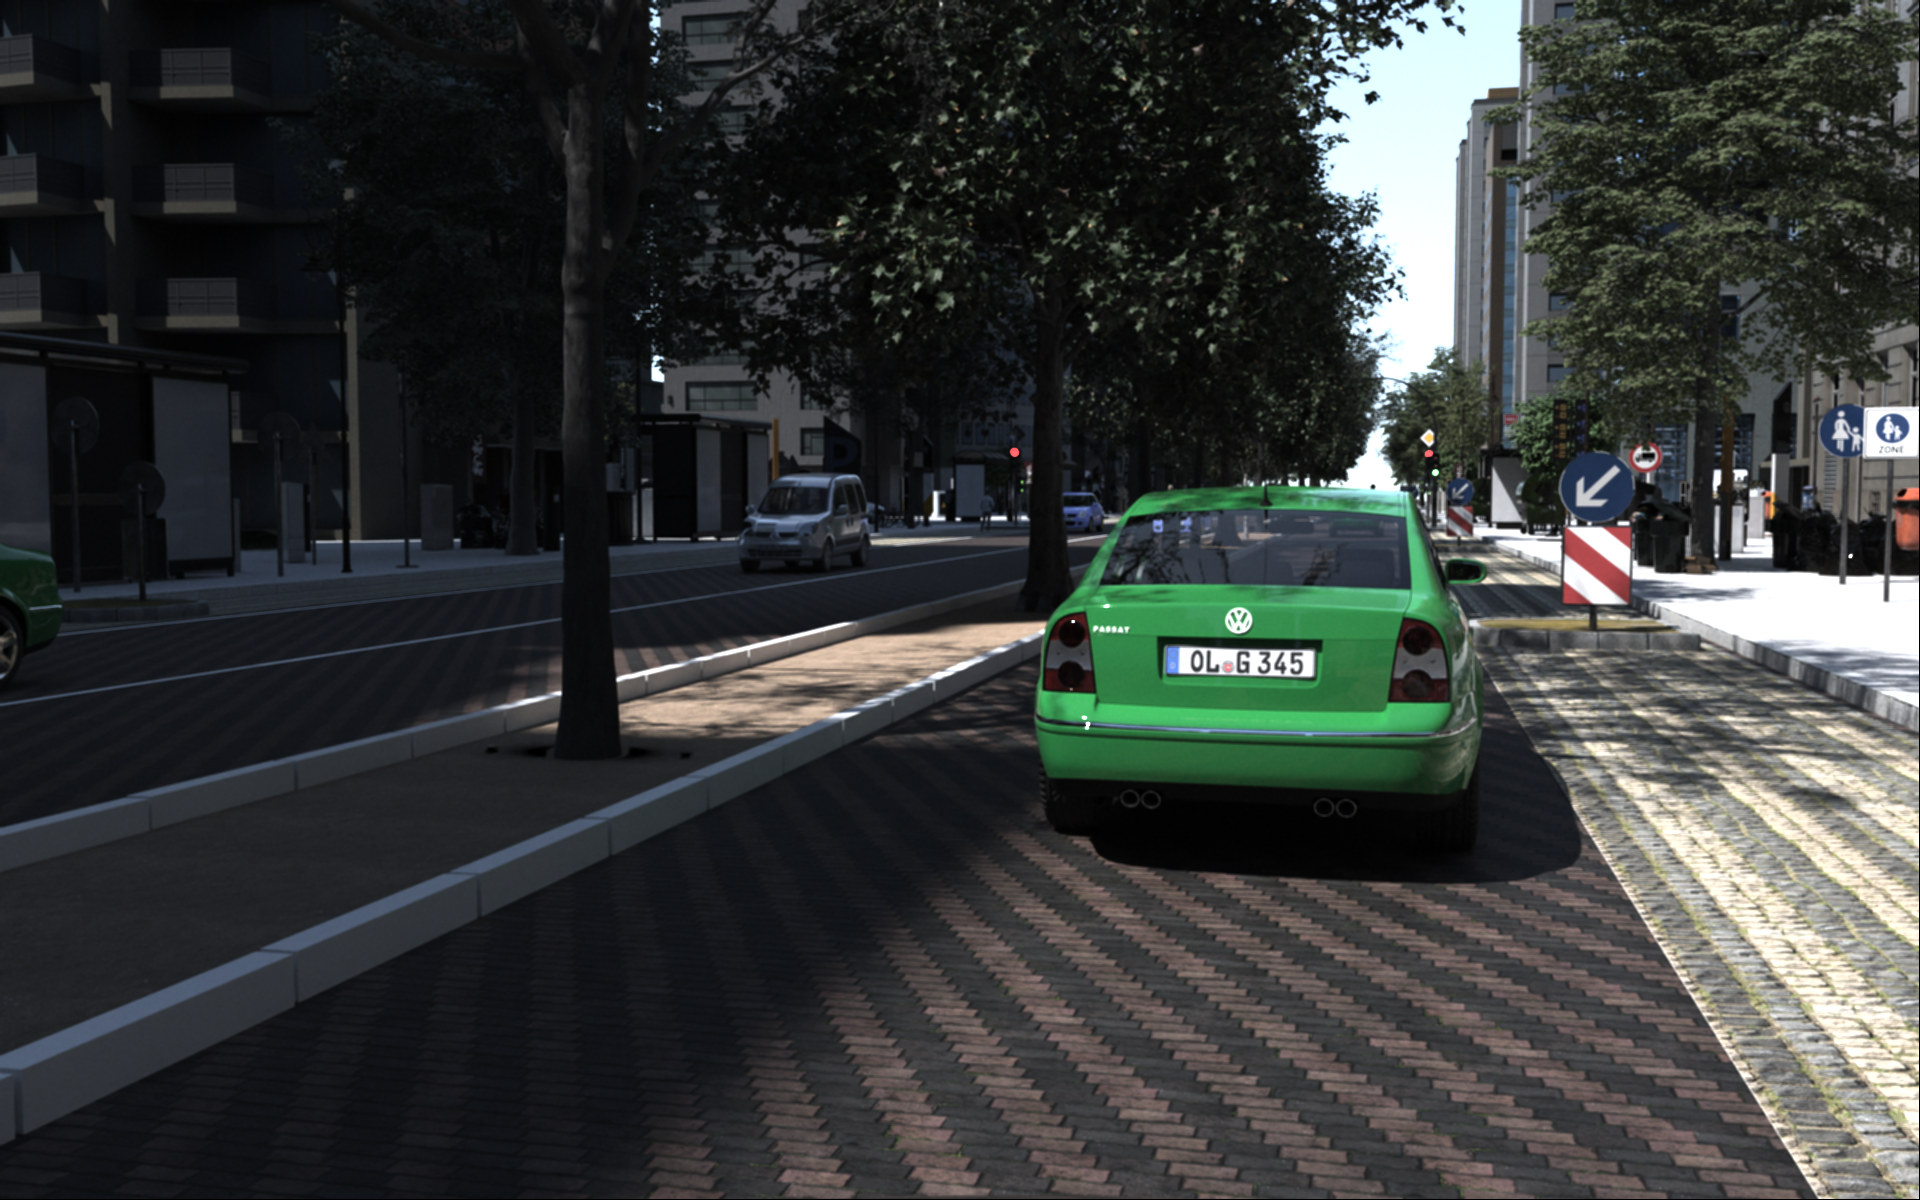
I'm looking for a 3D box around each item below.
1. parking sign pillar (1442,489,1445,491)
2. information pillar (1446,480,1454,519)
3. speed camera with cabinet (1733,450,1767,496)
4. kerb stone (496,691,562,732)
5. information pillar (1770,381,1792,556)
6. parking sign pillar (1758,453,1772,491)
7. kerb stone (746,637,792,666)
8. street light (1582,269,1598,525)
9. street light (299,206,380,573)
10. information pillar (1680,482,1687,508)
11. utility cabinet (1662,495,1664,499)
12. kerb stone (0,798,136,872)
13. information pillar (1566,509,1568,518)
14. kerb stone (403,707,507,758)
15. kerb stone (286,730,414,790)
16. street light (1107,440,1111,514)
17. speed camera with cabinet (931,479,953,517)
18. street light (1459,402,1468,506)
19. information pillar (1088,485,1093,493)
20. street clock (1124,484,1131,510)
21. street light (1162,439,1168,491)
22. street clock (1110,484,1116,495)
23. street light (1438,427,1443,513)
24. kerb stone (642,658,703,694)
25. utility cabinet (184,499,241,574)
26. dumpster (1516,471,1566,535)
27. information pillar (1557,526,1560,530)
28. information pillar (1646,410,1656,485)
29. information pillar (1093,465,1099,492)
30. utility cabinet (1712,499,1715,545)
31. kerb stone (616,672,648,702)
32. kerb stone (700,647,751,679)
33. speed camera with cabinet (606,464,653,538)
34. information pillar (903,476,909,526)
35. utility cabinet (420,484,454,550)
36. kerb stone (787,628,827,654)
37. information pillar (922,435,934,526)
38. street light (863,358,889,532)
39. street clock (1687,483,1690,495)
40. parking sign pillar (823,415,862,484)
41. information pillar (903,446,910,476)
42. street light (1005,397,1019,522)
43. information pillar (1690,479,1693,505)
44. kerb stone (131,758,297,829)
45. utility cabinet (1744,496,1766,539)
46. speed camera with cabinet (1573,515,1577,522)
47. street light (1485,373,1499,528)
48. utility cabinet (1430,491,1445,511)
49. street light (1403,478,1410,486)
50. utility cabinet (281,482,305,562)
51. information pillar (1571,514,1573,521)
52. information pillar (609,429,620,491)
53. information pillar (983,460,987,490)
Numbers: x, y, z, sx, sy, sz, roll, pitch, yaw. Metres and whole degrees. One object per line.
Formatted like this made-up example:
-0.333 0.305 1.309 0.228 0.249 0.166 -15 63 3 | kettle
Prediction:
40.858 -9.563 144.828 1.447 3.967 1.447 -3 4 -37 | parking sign pillar
25.267 -5.187 89.296 0.304 2.012 0.304 3 4 38 | information pillar
35.184 -5.079 77.382 0.660 3.252 2.038 -1 4 -15 | speed camera with cabinet
-2.649 0.695 10.830 0.120 0.150 1.000 1 4 13 | kerb stone
16.929 -2.713 35.711 0.504 3.616 0.183 -2 4 -30 | information pillar
51.241 -7.423 109.840 1.447 3.967 1.447 -1 4 -12 | parking sign pillar
-1.680 0.451 14.822 0.120 0.150 1.000 1 4 13 | kerb stone
12.919 -3.846 35.676 0.468 5.910 1.993 1 4 13 | street light
-10.025 -3.385 28.140 0.468 5.910 1.993 1 4 13 | street light
44.071 -6.175 105.460 0.304 2.012 0.304 3 5 41 | information pillar
37.870 -5.049 93.705 0.306 1.237 1.020 2 4 27 | utility cabinet
-3.598 0.943 6.840 0.120 0.150 1.000 1 4 13 | kerb stone
31.995 -6.137 91.695 0.504 3.616 0.183 -2 4 -24 | information pillar
-2.888 0.758 9.836 0.120 0.150 1.000 1 4 13 | kerb stone
-3.125 0.818 8.834 0.120 0.150 1.000 1 4 13 | kerb stone
9.295 -8.317 108.769 0.468 5.910 1.993 1 4 13 | street light
-0.612 -6.225 96.107 2.038 3.252 0.660 -3 4 -38 | speed camera with cabinet
25.249 -6.988 87.035 0.468 5.910 1.993 1 4 13 | street light
11.139 -8.772 147.912 0.304 2.012 0.304 0 4 -8 | information pillar
11.882 -7.246 123.046 0.471 2.002 0.358 0 4 5 | street clock
16.488 -10.130 138.417 0.468 5.910 1.993 1 4 13 | street light
11.422 -7.633 129.362 0.358 2.002 0.471 -2 4 -28 | street clock
32.546 -8.842 117.347 0.468 5.910 1.993 1 4 13 | street light
-2.164 0.574 12.818 0.120 0.150 1.000 1 4 13 | kerb stone
-12.200 -1.034 28.075 0.306 1.237 1.020 2 4 34 | utility cabinet
18.358 -3.181 54.503 1.502 2.255 1.985 1 4 13 | dumpster
21.471 -4.328 62.117 0.183 3.616 0.504 2 4 24 | information pillar
18.553 -3.376 46.555 0.183 3.616 0.504 3 4 37 | information pillar
10.826 -8.972 138.042 0.504 3.616 0.183 0 4 2 | information pillar
14.643 -1.399 34.032 0.306 1.237 1.020 1 4 19 | utility cabinet
-2.408 0.634 11.824 0.120 0.150 1.000 1 4 13 | kerb stone
-1.924 0.513 13.819 0.120 0.150 1.000 1 4 13 | kerb stone
-9.956 -3.431 50.427 2.038 3.252 0.660 -2 4 -33 | speed camera with cabinet
-2.099 -4.024 70.278 0.304 2.012 0.304 2 4 31 | information pillar
-11.950 -1.893 39.626 0.318 1.500 1.173 0 4 5 | utility cabinet
-1.445 0.390 15.817 0.120 0.150 1.000 1 4 13 | kerb stone
-1.270 -4.749 68.997 0.504 3.616 0.183 3 5 41 | information pillar
-2.810 -5.212 58.009 0.468 5.910 1.993 1 4 13 | street light
46.596 -6.527 111.279 0.471 2.002 0.358 1 4 17 | street clock
-4.004 -4.317 59.048 1.447 3.967 1.447 0 4 3 | parking sign pillar
-2.633 -5.754 85.433 0.183 3.616 0.504 3 5 41 | information pillar
2.332 -6.510 79.221 0.468 5.910 1.993 1 4 13 | street light
36.760 -5.033 86.774 0.304 2.012 0.304 1 4 13 | information pillar
-3.370 0.878 7.841 0.120 0.150 1.000 1 4 13 | kerb stone
22.479 -2.350 49.587 1.020 1.237 0.306 2 4 31 | utility cabinet
32.189 -5.755 88.422 2.038 3.252 0.660 0 4 -2 | speed camera with cabinet
20.277 -5.704 66.044 0.468 5.910 1.993 1 4 13 | street light
36.257 -7.518 131.600 1.173 1.500 0.318 1 4 16 | utility cabinet
62.384 -16.432 241.457 0.468 5.910 1.993 1 4 13 | street light
-12.571 -1.465 32.628 0.318 1.500 1.173 -2 4 -28 | utility cabinet
29.281 -4.770 82.485 0.304 2.012 0.304 1 4 17 | information pillar
-9.134 -3.330 45.803 0.183 3.616 0.504 1 4 14 | information pillar
1.628 -7.513 114.199 0.183 3.616 0.504 -2 4 -32 | information pillar
